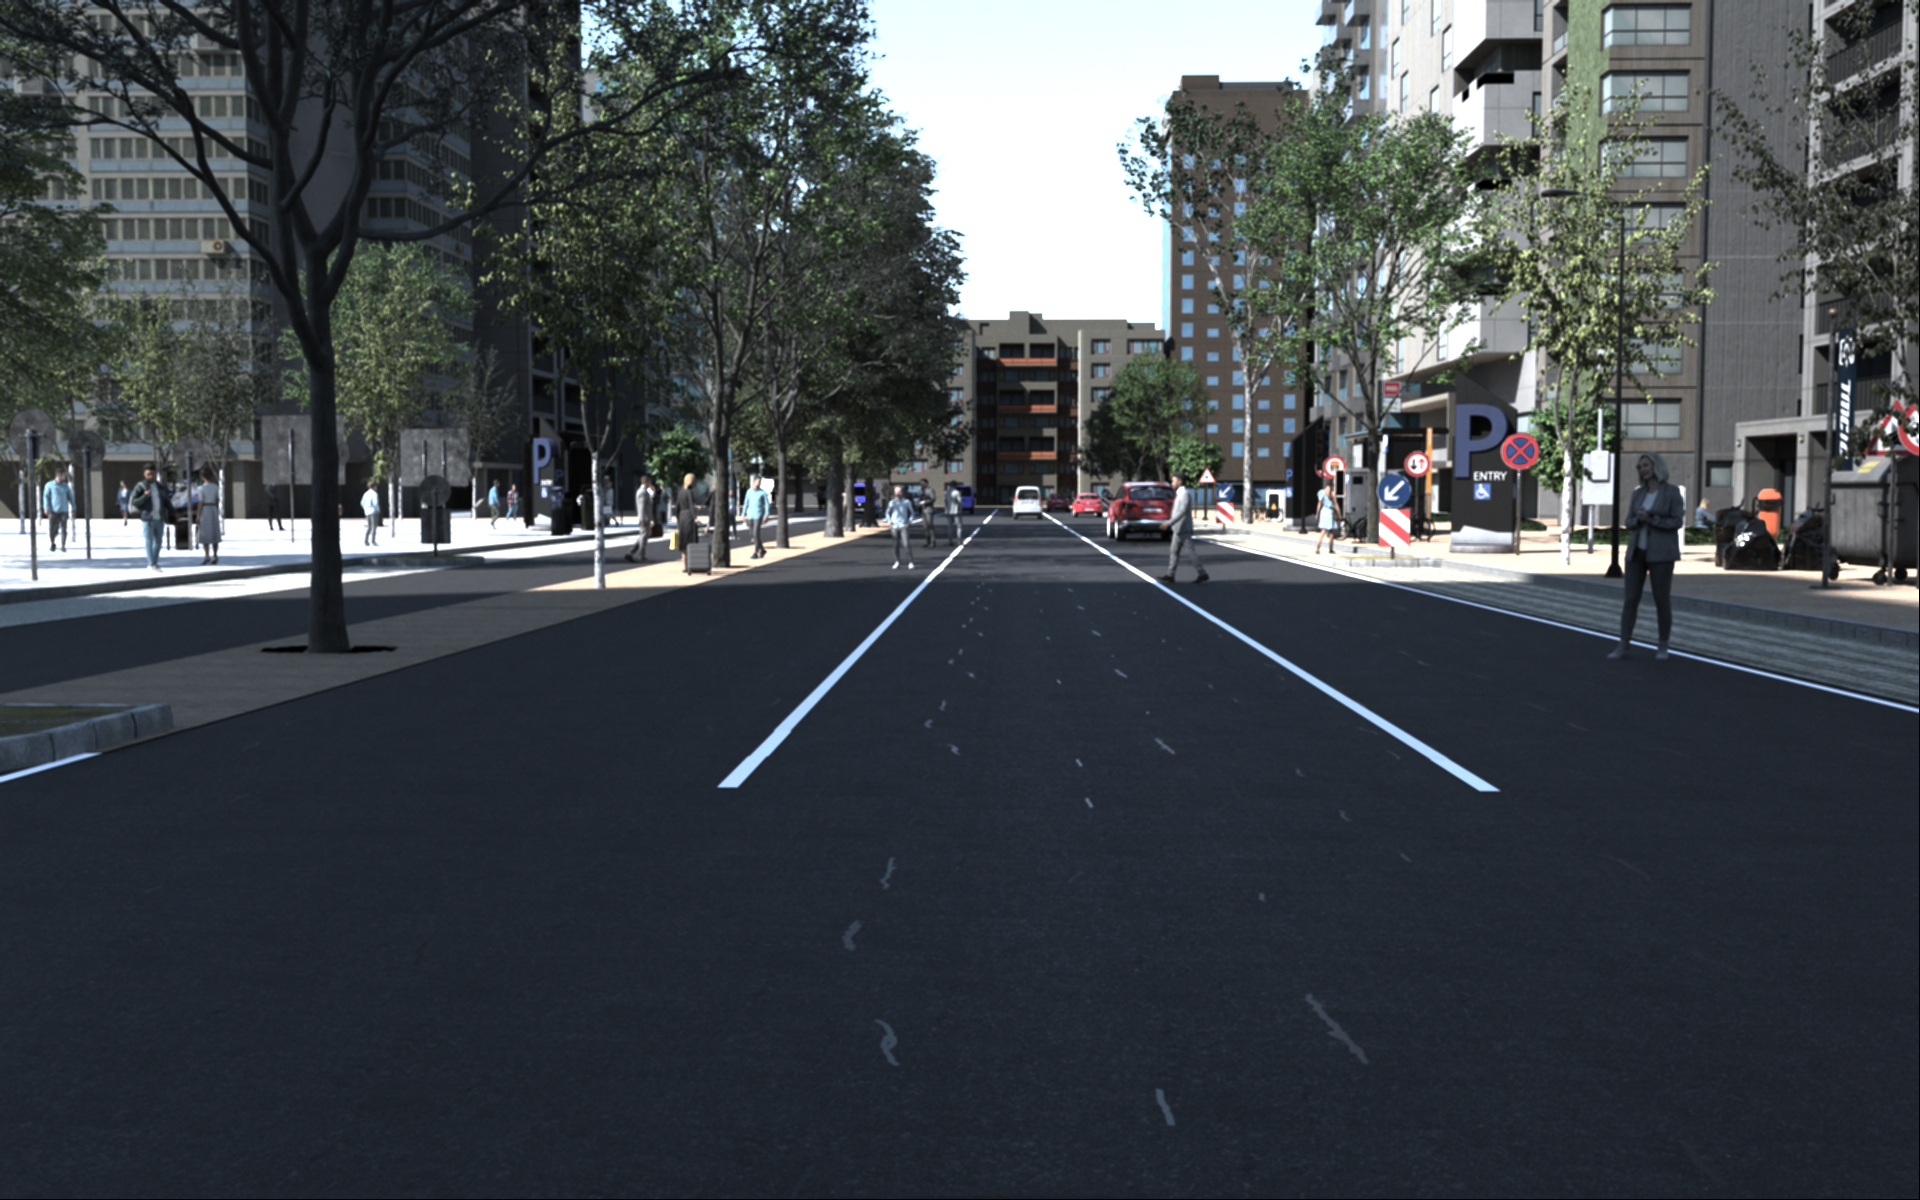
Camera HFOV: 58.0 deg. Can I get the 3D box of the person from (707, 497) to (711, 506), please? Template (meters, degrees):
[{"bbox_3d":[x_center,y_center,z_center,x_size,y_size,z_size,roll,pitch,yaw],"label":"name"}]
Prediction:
[{"bbox_3d":[-24.249,-9.528,167.519,0.421,1.427,0.697,-2,4,-32],"label":"person"}]

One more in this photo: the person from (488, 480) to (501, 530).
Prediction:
[{"bbox_3d":[-16.624,-3.387,61.762,0.444,1.785,0.601,-2,4,-25],"label":"person"}]

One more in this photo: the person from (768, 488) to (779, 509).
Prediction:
[{"bbox_3d":[-15.718,-8.550,145.790,1.348,1.831,0.705,0,4,-6],"label":"person"}]

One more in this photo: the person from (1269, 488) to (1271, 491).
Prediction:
[{"bbox_3d":[24.807,-8.060,138.382,0.434,1.755,0.990,0,4,5],"label":"person"}]

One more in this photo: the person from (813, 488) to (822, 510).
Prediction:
[{"bbox_3d":[-11.409,-8.091,138.855,0.750,1.759,0.617,-2,4,-26],"label":"person"}]

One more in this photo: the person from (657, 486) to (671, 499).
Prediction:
[{"bbox_3d":[-19.341,-6.492,112.196,1.348,1.822,0.705,-3,4,-38],"label":"person"}]

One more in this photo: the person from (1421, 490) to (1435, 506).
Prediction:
[{"bbox_3d":[24.758,-5.236,91.654,0.705,1.823,1.348,-1,4,-20],"label":"person"}]

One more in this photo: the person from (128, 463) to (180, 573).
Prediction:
[{"bbox_3d":[-13.202,-1.340,28.302,0.721,1.781,0.623,1,4,20],"label":"person"}]

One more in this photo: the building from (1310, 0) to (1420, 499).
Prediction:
[{"bbox_3d":[38.954,-31.211,129.911,23.786,49.044,30.456,0,4,2],"label":"building"}]

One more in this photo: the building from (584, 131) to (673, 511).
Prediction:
[{"bbox_3d":[-31.075,-22.575,140.795,14.107,30.474,14.160,0,4,2],"label":"building"}]

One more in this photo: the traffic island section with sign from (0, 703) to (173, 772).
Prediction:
[{"bbox_3d":[-5.814,-0.084,9.517,2.006,1.907,1.989,0,4,2],"label":"traffic island section with sign"}]

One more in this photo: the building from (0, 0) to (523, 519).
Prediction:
[{"bbox_3d":[-41.513,-24.814,97.597,32.217,40.220,23.993,0,4,2],"label":"building"}]

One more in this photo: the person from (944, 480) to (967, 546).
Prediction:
[{"bbox_3d":[-0.163,-2.410,47.998,0.635,1.810,0.391,2,4,23],"label":"person"}]

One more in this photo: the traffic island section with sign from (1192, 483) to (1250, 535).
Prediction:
[{"bbox_3d":[9.202,-3.237,61.547,1.989,1.847,2.006,0,4,2],"label":"traffic island section with sign"}]

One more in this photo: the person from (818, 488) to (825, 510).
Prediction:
[{"bbox_3d":[-10.764,-7.957,136.931,1.217,1.735,0.721,2,4,30],"label":"person"}]

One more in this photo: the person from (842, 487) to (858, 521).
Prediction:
[{"bbox_3d":[-6.115,-5.189,93.348,1.348,1.824,0.705,1,4,12],"label":"person"}]

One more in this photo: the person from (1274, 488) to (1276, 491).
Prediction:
[{"bbox_3d":[25.675,-8.265,141.698,0.617,1.759,0.750,-2,4,-28],"label":"person"}]

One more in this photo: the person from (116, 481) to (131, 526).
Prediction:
[{"bbox_3d":[-33.469,-3.876,69.438,0.581,1.822,0.654,0,4,5],"label":"person"}]

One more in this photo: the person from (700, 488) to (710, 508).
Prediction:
[{"bbox_3d":[-23.411,-9.443,160.525,1.350,1.814,0.705,-2,4,-27],"label":"person"}]

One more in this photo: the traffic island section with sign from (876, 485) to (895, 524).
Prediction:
[{"bbox_3d":[-3.559,-4.678,84.622,2.006,1.907,1.989,0,4,2],"label":"traffic island section with sign"}]

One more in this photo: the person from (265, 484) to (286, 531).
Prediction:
[{"bbox_3d":[-24.147,-3.402,61.026,0.648,1.900,0.474,1,4,22],"label":"person"}]

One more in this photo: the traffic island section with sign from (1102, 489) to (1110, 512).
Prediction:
[{"bbox_3d":[11.523,-7.953,138.652,1.989,1.847,2.006,0,4,2],"label":"traffic island section with sign"}]

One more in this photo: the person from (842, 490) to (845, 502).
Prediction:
[{"bbox_3d":[-11.062,-9.520,164.092,0.705,1.831,1.348,0,4,-7],"label":"person"}]

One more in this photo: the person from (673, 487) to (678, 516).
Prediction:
[{"bbox_3d":[-16.703,-5.852,102.436,0.721,1.743,1.217,-1,4,-13],"label":"person"}]

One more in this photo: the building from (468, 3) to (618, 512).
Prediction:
[{"bbox_3d":[-35.030,-41.619,118.727,20.563,71.187,20.611,0,4,2],"label":"building"}]

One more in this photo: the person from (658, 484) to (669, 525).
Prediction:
[{"bbox_3d":[-12.187,-3.924,71.197,0.522,1.701,0.512,1,4,20],"label":"person"}]

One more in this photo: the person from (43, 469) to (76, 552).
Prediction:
[{"bbox_3d":[-19.877,-1.977,38.238,0.638,1.841,0.748,-2,4,-29],"label":"person"}]

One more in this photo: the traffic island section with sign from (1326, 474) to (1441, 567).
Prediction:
[{"bbox_3d":[8.394,-1.589,34.603,1.989,1.847,2.006,0,4,2],"label":"traffic island section with sign"}]

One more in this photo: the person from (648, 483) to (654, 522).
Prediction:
[{"bbox_3d":[-14.495,-4.567,80.936,0.478,1.798,0.641,-1,4,-14],"label":"person"}]

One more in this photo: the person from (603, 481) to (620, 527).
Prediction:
[{"bbox_3d":[-13.424,-3.678,66.535,0.624,1.780,0.694,1,4,9],"label":"person"}]

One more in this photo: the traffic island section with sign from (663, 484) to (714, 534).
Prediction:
[{"bbox_3d":[-9.893,-3.300,62.580,1.989,1.847,2.006,0,4,2],"label":"traffic island section with sign"}]

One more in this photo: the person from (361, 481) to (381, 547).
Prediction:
[{"bbox_3d":[-14.358,-2.108,42.320,0.589,1.601,0.330,3,5,42],"label":"person"}]

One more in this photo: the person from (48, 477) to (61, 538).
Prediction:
[{"bbox_3d":[-26.657,-2.729,50.999,0.444,1.785,0.601,2,4,24],"label":"person"}]

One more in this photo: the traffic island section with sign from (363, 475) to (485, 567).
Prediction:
[{"bbox_3d":[-10.729,-1.609,34.943,1.989,1.847,2.006,0,4,2],"label":"traffic island section with sign"}]

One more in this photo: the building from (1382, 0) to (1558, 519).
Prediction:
[{"bbox_3d":[40.721,-31.195,99.273,28.713,52.752,27.495,0,4,2],"label":"building"}]

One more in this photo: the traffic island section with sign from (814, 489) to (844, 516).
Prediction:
[{"bbox_3d":[-8.401,-6.335,112.210,1.989,1.847,2.006,0,4,2],"label":"traffic island section with sign"}]

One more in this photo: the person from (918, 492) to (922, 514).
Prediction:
[{"bbox_3d":[-2.748,-7.245,127.753,0.445,1.727,0.742,2,4,31],"label":"person"}]

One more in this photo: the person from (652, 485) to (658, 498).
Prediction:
[{"bbox_3d":[-15.852,-5.058,89.461,0.721,1.735,1.217,0,4,-6],"label":"person"}]

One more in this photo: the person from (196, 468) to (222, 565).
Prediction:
[{"bbox_3d":[-13.700,-1.522,31.490,0.524,1.755,0.480,2,4,30],"label":"person"}]

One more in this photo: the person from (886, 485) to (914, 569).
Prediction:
[{"bbox_3d":[-1.152,-1.401,33.219,0.589,1.601,0.330,1,4,16],"label":"person"}]

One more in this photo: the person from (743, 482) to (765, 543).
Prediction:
[{"bbox_3d":[-6.066,-2.595,51.286,0.694,1.780,0.624,3,4,38],"label":"person"}]

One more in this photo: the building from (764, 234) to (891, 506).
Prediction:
[{"bbox_3d":[-14.185,-25.596,190.188,14.107,30.474,14.160,0,4,2],"label":"building"}]

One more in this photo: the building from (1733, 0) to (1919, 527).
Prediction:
[{"bbox_3d":[36.514,-37.228,46.925,20.563,71.187,20.611,0,4,2],"label":"building"}]

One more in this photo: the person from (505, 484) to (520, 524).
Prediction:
[{"bbox_3d":[-19.392,-4.174,75.124,0.643,1.720,0.563,2,4,34],"label":"person"}]

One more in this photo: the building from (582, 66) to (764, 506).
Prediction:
[{"bbox_3d":[-37.170,-35.200,195.125,30.456,49.044,23.786,0,4,2],"label":"building"}]

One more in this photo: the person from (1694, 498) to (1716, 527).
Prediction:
[{"bbox_3d":[22.255,-2.451,51.616,0.738,1.151,1.012,1,4,12],"label":"person"}]

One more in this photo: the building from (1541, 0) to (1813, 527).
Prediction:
[{"bbox_3d":[32.266,-23.834,73.280,14.154,41.232,14.086,0,4,2],"label":"building"}]
